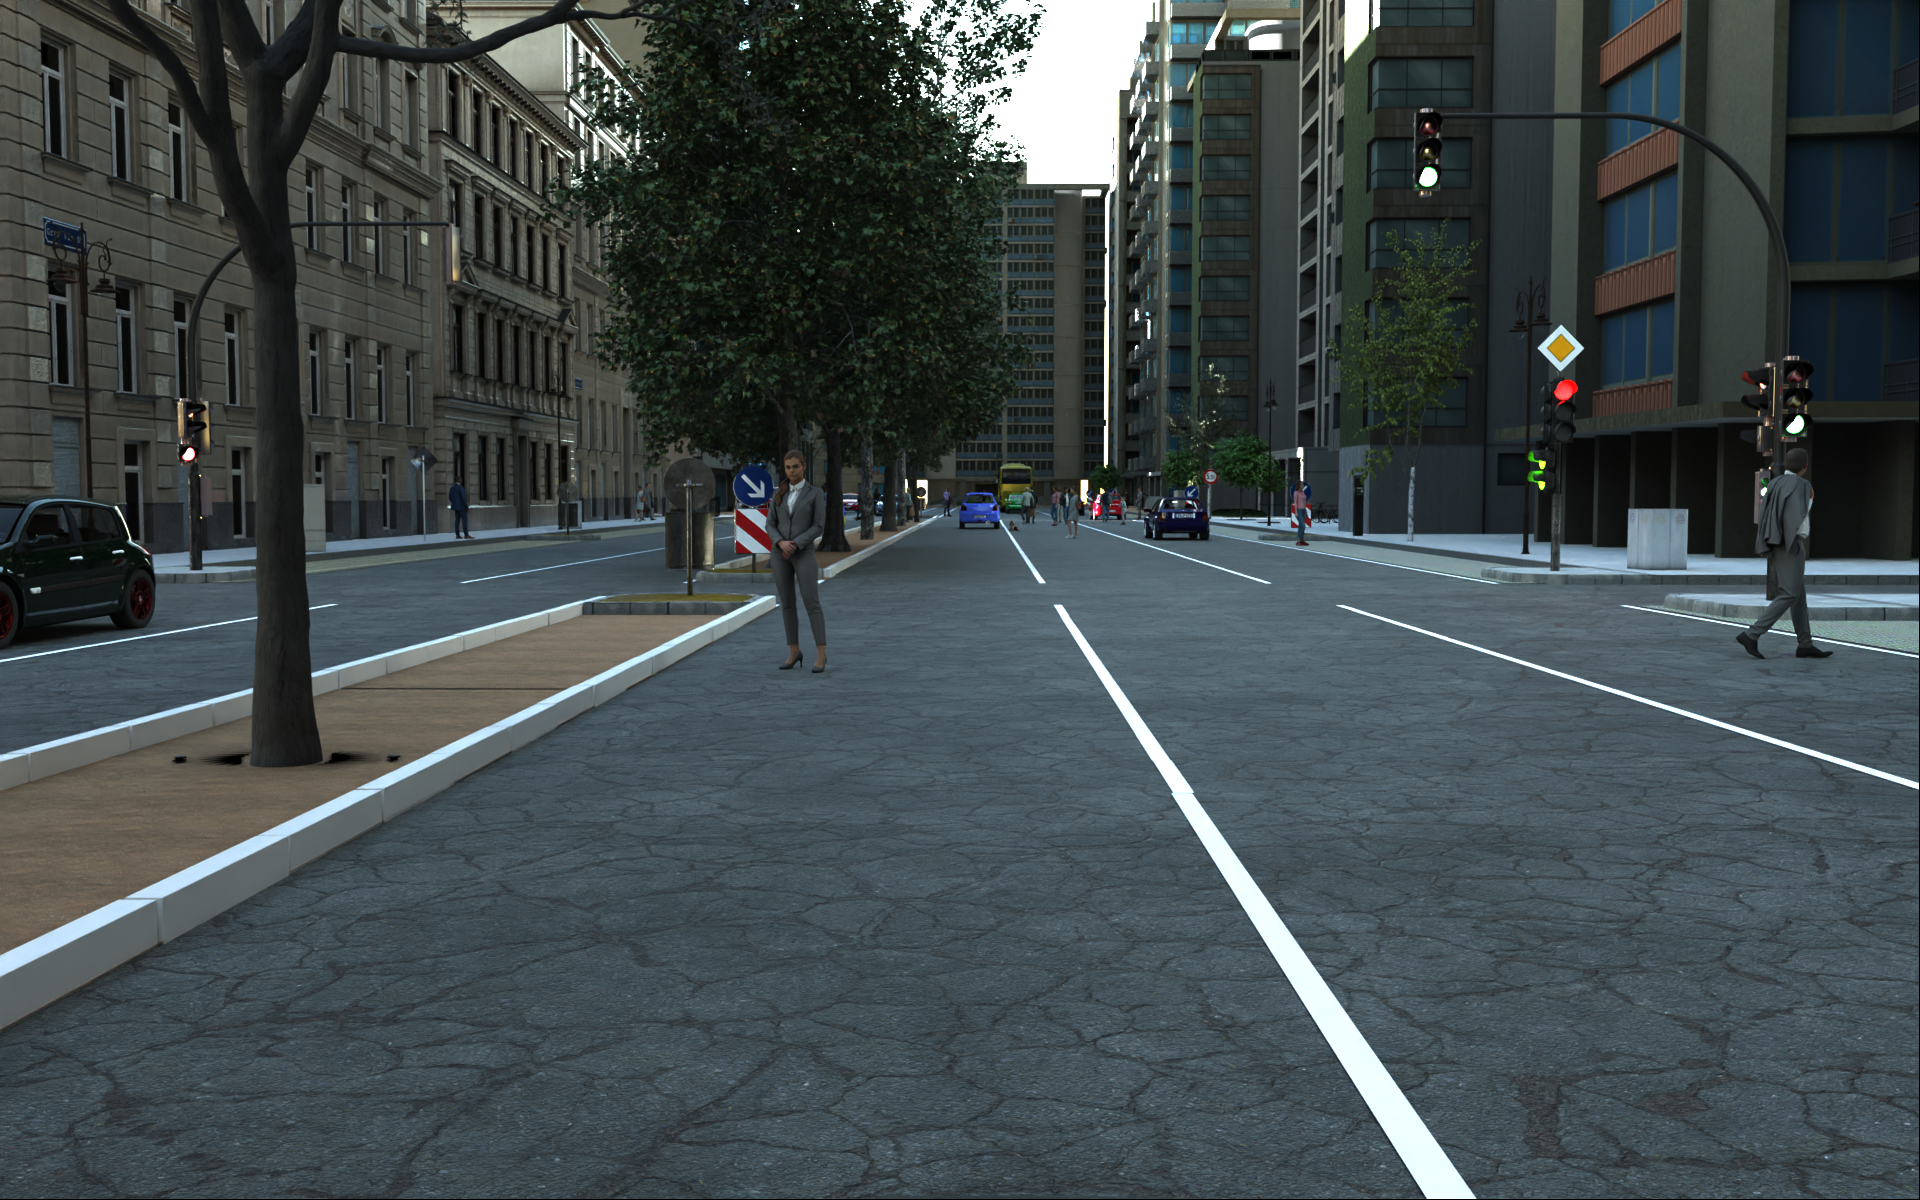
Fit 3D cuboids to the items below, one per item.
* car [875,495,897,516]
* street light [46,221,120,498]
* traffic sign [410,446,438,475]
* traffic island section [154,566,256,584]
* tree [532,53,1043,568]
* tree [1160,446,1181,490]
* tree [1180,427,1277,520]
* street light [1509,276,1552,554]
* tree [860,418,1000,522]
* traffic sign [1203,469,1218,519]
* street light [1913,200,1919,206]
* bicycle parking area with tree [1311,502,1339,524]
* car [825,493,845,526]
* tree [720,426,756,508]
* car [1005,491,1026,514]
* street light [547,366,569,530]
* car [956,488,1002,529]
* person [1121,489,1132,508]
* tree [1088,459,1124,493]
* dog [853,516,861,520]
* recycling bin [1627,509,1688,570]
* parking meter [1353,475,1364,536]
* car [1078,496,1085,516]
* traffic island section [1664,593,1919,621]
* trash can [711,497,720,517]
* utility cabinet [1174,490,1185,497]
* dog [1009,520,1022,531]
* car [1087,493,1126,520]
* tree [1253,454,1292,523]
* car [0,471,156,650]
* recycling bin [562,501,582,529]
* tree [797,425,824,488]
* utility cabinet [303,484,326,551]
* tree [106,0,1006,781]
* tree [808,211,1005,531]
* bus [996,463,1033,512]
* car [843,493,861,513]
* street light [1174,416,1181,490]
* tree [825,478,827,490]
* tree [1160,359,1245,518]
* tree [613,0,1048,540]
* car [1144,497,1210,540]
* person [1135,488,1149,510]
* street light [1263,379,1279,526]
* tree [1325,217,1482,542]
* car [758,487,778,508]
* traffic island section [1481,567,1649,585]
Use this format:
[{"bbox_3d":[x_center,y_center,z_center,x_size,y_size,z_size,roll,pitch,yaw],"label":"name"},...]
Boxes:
[{"bbox_3d":[-4.562,-6.199,113.356,2.014,1.417,4.499,0,4,1],"label":"car"},{"bbox_3d":[-14.933,-3.476,29.627,0.468,5.910,1.993,0,4,1],"label":"street light"},{"bbox_3d":[-14.603,-2.901,47.157,0.795,2.593,0.064,0,4,6],"label":"traffic sign"},{"bbox_3d":[-12.892,-0.423,29.192,2.009,0.180,2.903,0,4,1],"label":"traffic island section"},{"bbox_3d":[-3.210,-6.896,32.219,9.611,12.733,9.660,0,3,0],"label":"tree"},{"bbox_3d":[14.043,-7.593,107.858,4.285,4.588,4.351,0,3,0],"label":"tree"},{"bbox_3d":[13.946,-6.214,85.319,4.285,4.588,4.351,0,3,0],"label":"tree"},{"bbox_3d":[12.108,-3.921,36.897,0.468,5.910,1.993,0,4,1],"label":"street light"},{"bbox_3d":[-2.161,-9.236,87.876,8.767,10.594,7.601,0,4,1],"label":"tree"},{"bbox_3d":[12.762,-5.388,88.206,0.768,2.556,0.104,0,4,8],"label":"traffic sign"},{"bbox_3d":[11.811,-2.912,20.404,0.468,5.910,1.993,0,4,1],"label":"street light"},{"bbox_3d":[19.345,-5.484,76.672,8.231,4.147,9.016,-2,4,-31],"label":"bicycle parking area with tree"},{"bbox_3d":[-5.947,-3.996,74.927,1.945,1.707,3.694,0,4,2],"label":"car"},{"bbox_3d":[-13.664,-9.617,107.607,4.360,8.622,3.978,0,3,0],"label":"tree"},{"bbox_3d":[4.272,-7.267,127.611,1.959,1.807,4.718,0,4,0],"label":"car"},{"bbox_3d":[-14.464,-5.488,62.510,0.468,5.910,1.993,0,4,1],"label":"street light"},{"bbox_3d":[0.814,-3.854,72.598,1.945,1.707,3.694,0,4,0],"label":"car"},{"bbox_3d":[14.782,-9.020,154.239,1.217,1.735,0.721,3,4,39],"label":"person"},{"bbox_3d":[13.903,-11.083,164.924,4.285,4.588,4.351,0,3,0],"label":"tree"},{"bbox_3d":[-5.564,-4.624,95.798,0.748,0.427,0.550,3,5,44],"label":"dog"},{"bbox_3d":[11.912,-1.042,29.585,0.722,1.027,0.722,-1,4,-11],"label":"recycling bin"},{"bbox_3d":[12.230,-2.903,53.172,0.255,1.863,0.399,0,4,3],"label":"parking meter"},{"bbox_3d":[7.487,-6.379,116.881,1.945,1.354,3.894,0,4,2],"label":"car"},{"bbox_3d":[9.844,0.084,20.908,2.009,0.180,2.903,0,4,1],"label":"traffic island section"},{"bbox_3d":[-13.873,-5.272,97.848,0.748,1.137,0.748,0,3,0],"label":"trash can"},{"bbox_3d":[12.679,-5.559,99.574,0.318,1.500,1.173,2,4,35],"label":"utility cabinet"},{"bbox_3d":[2.155,-2.880,67.274,0.748,0.427,0.550,-1,4,-21],"label":"dog"},{"bbox_3d":[8.212,-5.349,96.502,2.155,1.783,4.494,0,4,0],"label":"car"},{"bbox_3d":[13.559,-5.008,76.486,1.663,3.219,1.824,0,3,0],"label":"tree"},{"bbox_3d":[-9.612,-0.447,17.102,2.009,1.686,4.222,0,4,2],"label":"car"},{"bbox_3d":[-14.408,-3.164,64.289,0.722,1.027,0.722,-1,4,-12],"label":"recycling bin"},{"bbox_3d":[-13.345,-11.796,143.233,4.360,8.622,3.978,0,3,0],"label":"tree"},{"bbox_3d":[-14.654,-1.808,38.233,1.173,1.500,0.318,-2,4,-30],"label":"utility cabinet"},{"bbox_3d":[-3.545,-5.860,8.634,12.009,13.543,11.850,0,3,0],"label":"tree"},{"bbox_3d":[-2.757,-9.613,66.279,9.857,13.997,8.962,0,3,0],"label":"tree"},{"bbox_3d":[4.379,-8.992,138.561,2.896,3.916,12.252,0,4,1],"label":"bus"},{"bbox_3d":[-8.407,-7.527,132.099,2.155,1.783,4.494,0,4,1],"label":"car"},{"bbox_3d":[12.944,-7.948,102.742,0.468,5.910,1.993,0,4,1],"label":"street light"},{"bbox_3d":[-13.415,-11.121,176.436,1.663,3.219,1.824,0,3,0],"label":"tree"},{"bbox_3d":[13.300,-8.777,93.860,4.360,8.622,3.978,0,3,0],"label":"tree"},{"bbox_3d":[-4.109,-11.998,54.515,12.611,20.169,13.585,0,3,0],"label":"tree"},{"bbox_3d":[6.876,-2.605,55.172,1.945,1.354,3.894,0,4,0],"label":"car"},{"bbox_3d":[14.506,-8.031,138.070,1.217,1.735,0.721,2,4,24],"label":"person"},{"bbox_3d":[12.487,-5.932,69.781,0.468,5.910,1.993,0,4,1],"label":"street light"},{"bbox_3d":[12.142,-5.897,46.775,4.737,8.622,4.395,0,3,0],"label":"tree"},{"bbox_3d":[-9.400,-5.048,91.211,2.281,1.827,5.304,0,4,1],"label":"car"},{"bbox_3d":[9.948,-0.404,28.892,2.009,0.180,2.903,0,4,1],"label":"traffic island section"}]
